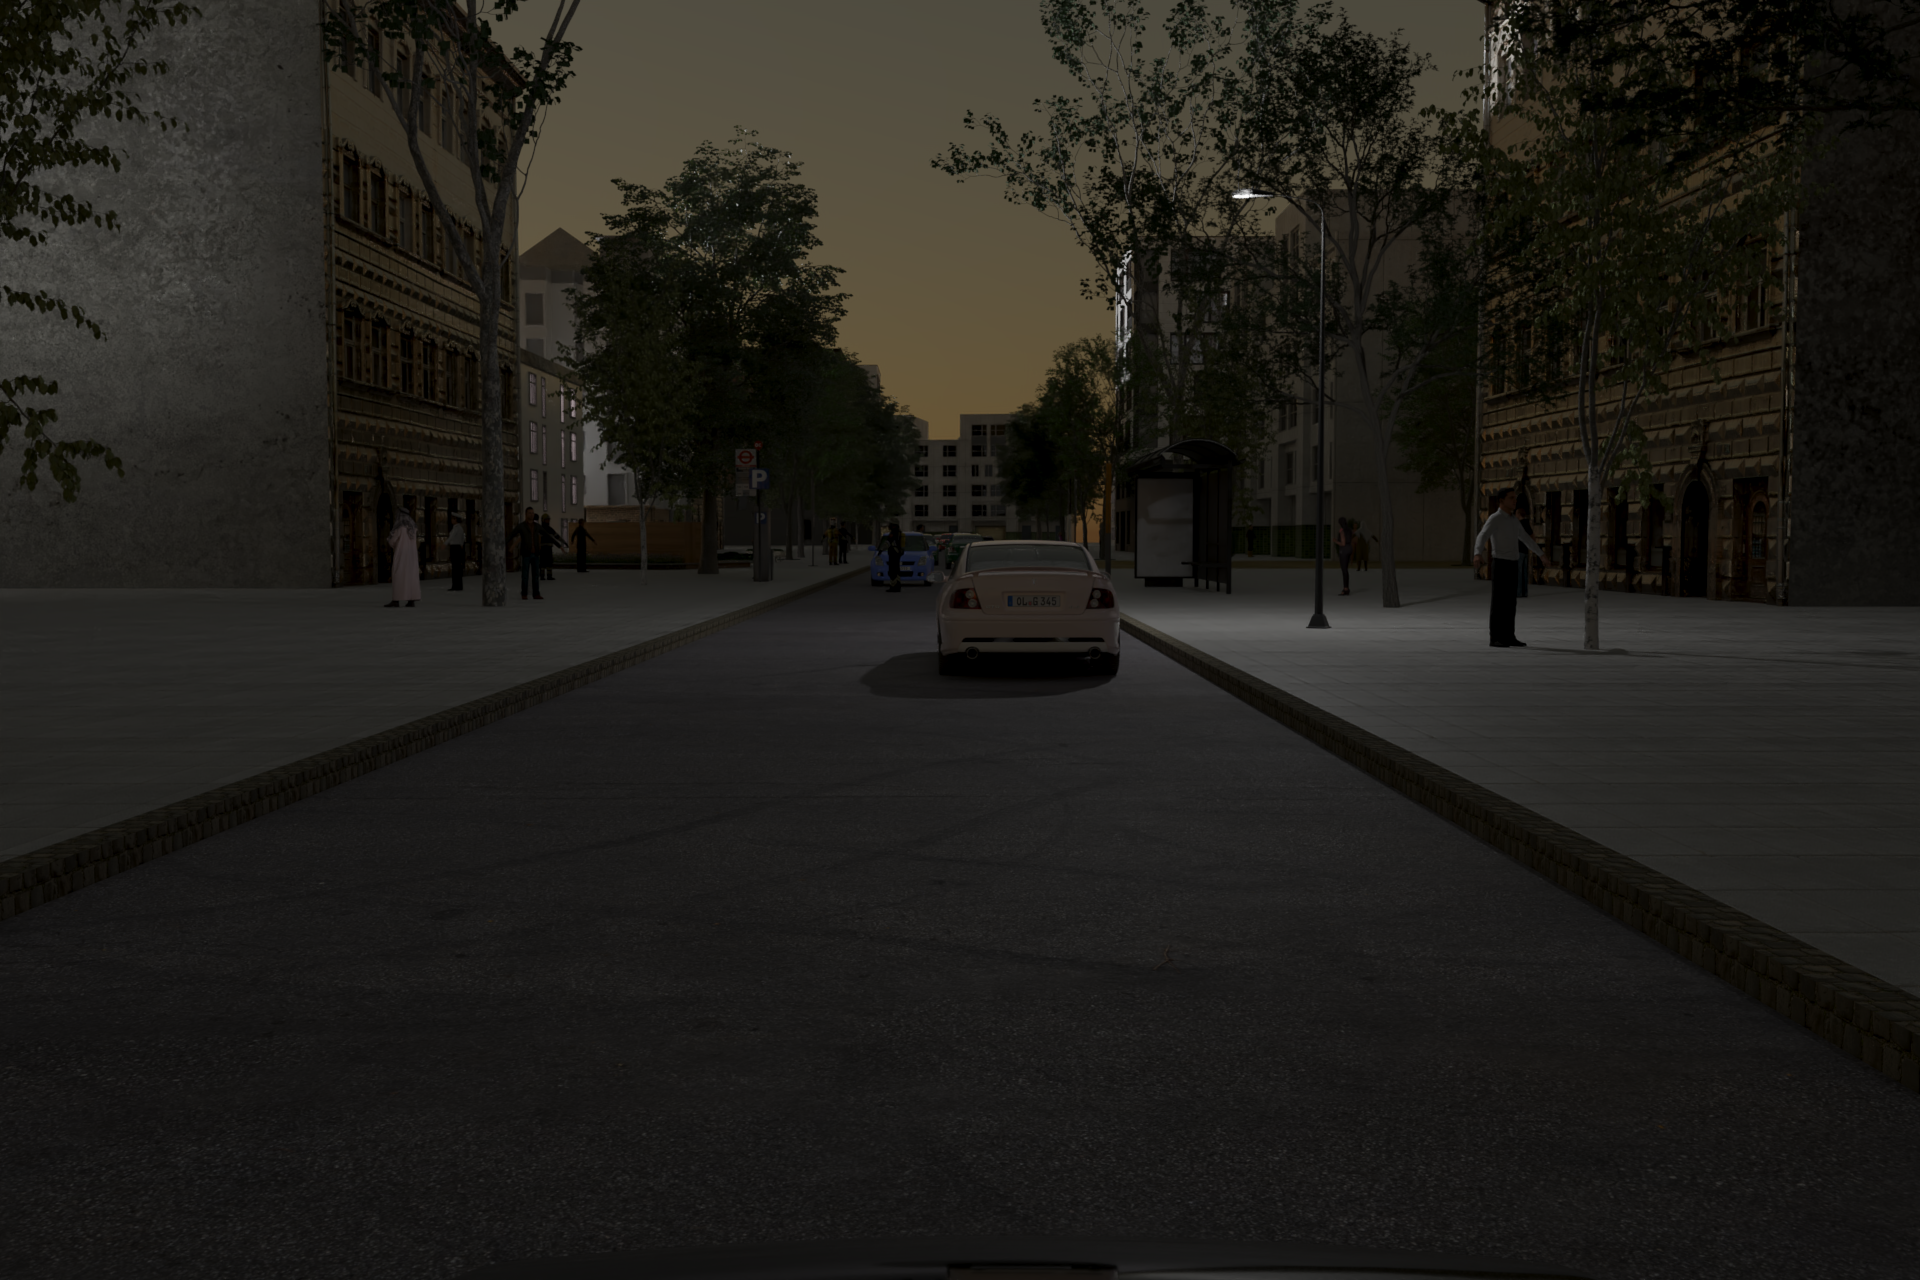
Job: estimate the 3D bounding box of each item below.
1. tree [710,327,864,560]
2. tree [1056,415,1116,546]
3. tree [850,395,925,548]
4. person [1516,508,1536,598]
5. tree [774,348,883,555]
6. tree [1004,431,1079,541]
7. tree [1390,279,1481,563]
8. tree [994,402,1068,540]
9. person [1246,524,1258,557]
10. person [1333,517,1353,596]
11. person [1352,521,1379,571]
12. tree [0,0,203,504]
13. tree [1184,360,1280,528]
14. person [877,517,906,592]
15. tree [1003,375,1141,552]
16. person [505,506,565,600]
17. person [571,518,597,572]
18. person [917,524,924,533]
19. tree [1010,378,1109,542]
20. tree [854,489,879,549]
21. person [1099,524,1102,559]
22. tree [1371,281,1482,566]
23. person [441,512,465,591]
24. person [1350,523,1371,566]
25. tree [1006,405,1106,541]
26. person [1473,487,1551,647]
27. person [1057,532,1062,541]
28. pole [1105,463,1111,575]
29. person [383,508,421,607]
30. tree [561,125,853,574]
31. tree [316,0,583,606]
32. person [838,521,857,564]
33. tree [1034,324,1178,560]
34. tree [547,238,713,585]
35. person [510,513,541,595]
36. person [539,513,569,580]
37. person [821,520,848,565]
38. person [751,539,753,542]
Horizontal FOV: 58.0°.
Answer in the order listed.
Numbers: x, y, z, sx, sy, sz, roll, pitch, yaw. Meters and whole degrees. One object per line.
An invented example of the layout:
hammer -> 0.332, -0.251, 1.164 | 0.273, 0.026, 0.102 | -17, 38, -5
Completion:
tree -> -8.521, -9.740, 85.003 | 9.928, 11.665, 9.643 | 0, 3, 0
tree -> 7.617, -9.512, 105.876 | 4.737, 8.622, 4.395 | 0, 3, 0
tree -> -7.937, -15.473, 159.642 | 9.857, 13.997, 8.962 | 0, 3, 0
person -> 11.290, -1.758, 34.960 | 1.348, 1.803, 0.705 | -3, 5, -41
tree -> -8.482, -11.462, 105.536 | 7.486, 12.596, 7.792 | 0, 3, 0
tree -> 7.179, -12.957, 146.257 | 7.601, 10.594, 8.767 | 0, 4, -1
tree -> 23.026, -9.749, 77.517 | 7.486, 12.596, 7.792 | 0, 3, 0
tree -> 7.628, -15.822, 165.347 | 9.857, 13.997, 8.962 | 0, 3, 0
person -> 16.091, -5.480, 95.731 | 0.704, 1.812, 1.346 | 3, 4, 37
person -> 7.988, -1.752, 36.165 | 0.415, 1.643, 0.593 | 0, 4, -3
person -> 13.932, -3.256, 60.004 | 1.217, 1.736, 0.721 | 0, 4, -1
tree -> -7.970, -3.814, 12.715 | 4.737, 8.622, 4.395 | 0, 3, 0
tree -> 10.965, -7.486, 72.764 | 4.737, 8.622, 4.395 | 0, 3, 0
person -> -1.640, -2.109, 42.716 | 0.705, 1.856, 1.354 | 2, 4, 24
tree -> 6.747, -9.846, 95.393 | 7.601, 10.594, 8.767 | 3, 4, 39
person -> -8.406, -1.704, 33.924 | 1.348, 1.821, 0.705 | -3, 4, -36
person -> -12.646, -3.169, 57.986 | 1.348, 1.807, 0.705 | 3, 5, 40
person -> -1.491, -3.549, 66.669 | 0.705, 1.806, 1.347 | 0, 4, -1
tree -> 7.329, -12.668, 125.247 | 7.486, 12.596, 7.792 | 0, 3, 0
tree -> -8.579, -12.004, 146.624 | 4.737, 8.622, 4.395 | 0, 3, 0
person -> 7.446, -5.170, 90.658 | 0.705, 1.813, 1.348 | 1, 4, 13
tree -> 20.332, -8.777, 69.264 | 9.928, 11.665, 9.643 | 0, 3, 0
person -> -11.485, -2.004, 39.225 | 0.721, 1.778, 1.216 | 0, 4, 3
person -> 16.116, -3.901, 70.582 | 1.217, 1.733, 0.721 | 0, 4, 2
tree -> 6.556, -11.121, 116.239 | 7.601, 10.594, 8.767 | 0, 4, -6
person -> 6.226, -0.828, 19.702 | 1.344, 1.810, 0.704 | -3, 4, -37
person -> 5.903, -5.601, 100.847 | 0.599, 1.433, 0.991 | 0, 4, 8
pole -> 4.272, -3.428, 49.896 | 0.158, 3.312, 0.155 | 0, 3, 0
person -> -9.780, -1.451, 30.438 | 0.621, 1.740, 0.551 | 0, 4, 7
tree -> -8.153, -9.105, 55.530 | 9.857, 13.997, 8.962 | 0, 3, 0
tree -> -9.757, -10.652, 30.044 | 12.611, 20.169, 13.585 | 0, 3, 0
person -> -5.053, -4.222, 74.967 | 1.347, 1.837, 0.705 | 2, 4, 31
tree -> 7.270, -9.750, 85.164 | 9.928, 11.665, 9.643 | 0, 3, 0
tree -> -7.988, -5.669, 43.049 | 4.737, 8.622, 4.395 | 0, 3, 0
person -> -9.171, -1.826, 36.631 | 0.721, 1.739, 1.217 | 1, 4, 14
person -> -11.483, -2.589, 48.091 | 0.704, 1.858, 1.351 | 3, 5, 42
person -> -5.190, -3.996, 71.104 | 1.354, 1.858, 0.705 | 2, 4, 31
person -> -9.931, -4.787, 84.532 | 0.705, 1.796, 1.348 | -1, 4, -19
